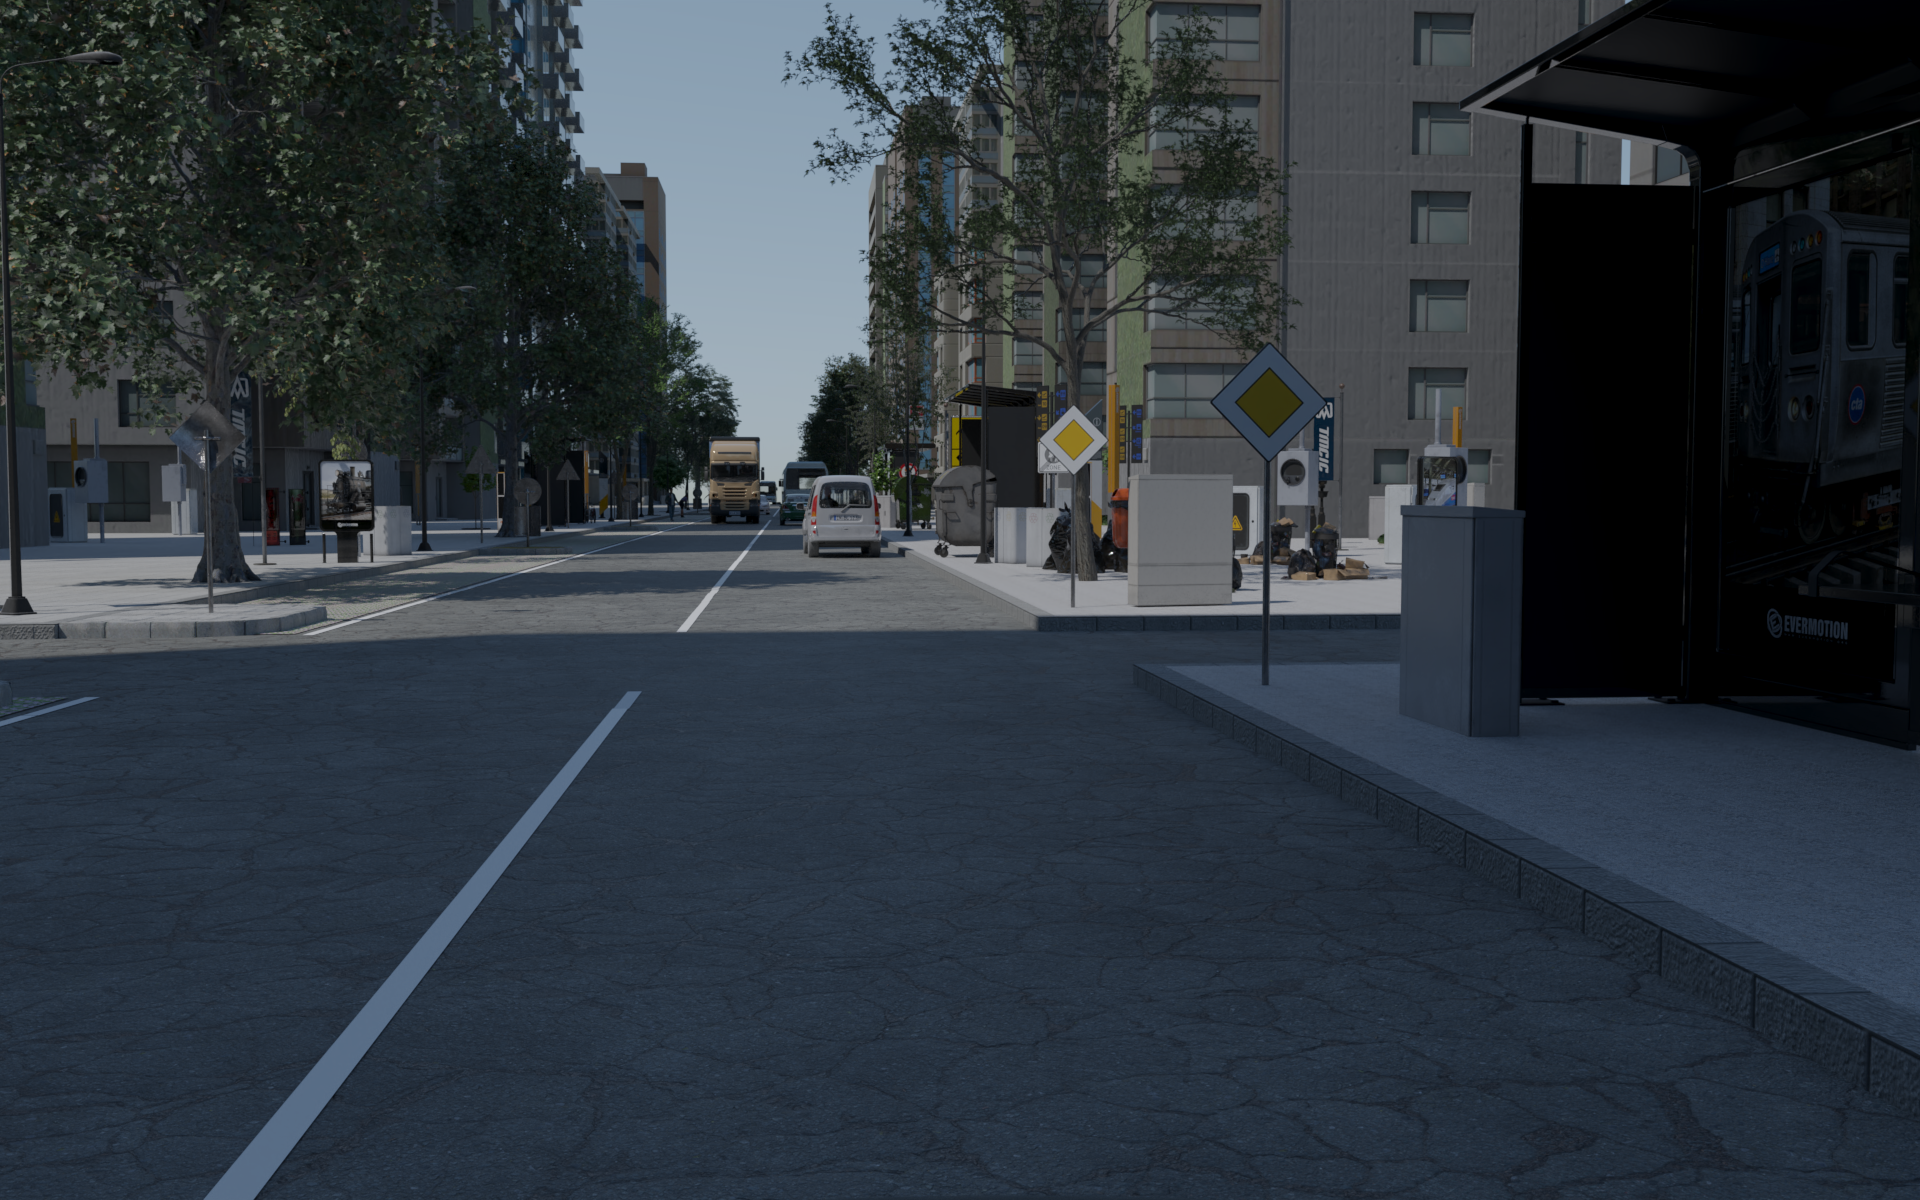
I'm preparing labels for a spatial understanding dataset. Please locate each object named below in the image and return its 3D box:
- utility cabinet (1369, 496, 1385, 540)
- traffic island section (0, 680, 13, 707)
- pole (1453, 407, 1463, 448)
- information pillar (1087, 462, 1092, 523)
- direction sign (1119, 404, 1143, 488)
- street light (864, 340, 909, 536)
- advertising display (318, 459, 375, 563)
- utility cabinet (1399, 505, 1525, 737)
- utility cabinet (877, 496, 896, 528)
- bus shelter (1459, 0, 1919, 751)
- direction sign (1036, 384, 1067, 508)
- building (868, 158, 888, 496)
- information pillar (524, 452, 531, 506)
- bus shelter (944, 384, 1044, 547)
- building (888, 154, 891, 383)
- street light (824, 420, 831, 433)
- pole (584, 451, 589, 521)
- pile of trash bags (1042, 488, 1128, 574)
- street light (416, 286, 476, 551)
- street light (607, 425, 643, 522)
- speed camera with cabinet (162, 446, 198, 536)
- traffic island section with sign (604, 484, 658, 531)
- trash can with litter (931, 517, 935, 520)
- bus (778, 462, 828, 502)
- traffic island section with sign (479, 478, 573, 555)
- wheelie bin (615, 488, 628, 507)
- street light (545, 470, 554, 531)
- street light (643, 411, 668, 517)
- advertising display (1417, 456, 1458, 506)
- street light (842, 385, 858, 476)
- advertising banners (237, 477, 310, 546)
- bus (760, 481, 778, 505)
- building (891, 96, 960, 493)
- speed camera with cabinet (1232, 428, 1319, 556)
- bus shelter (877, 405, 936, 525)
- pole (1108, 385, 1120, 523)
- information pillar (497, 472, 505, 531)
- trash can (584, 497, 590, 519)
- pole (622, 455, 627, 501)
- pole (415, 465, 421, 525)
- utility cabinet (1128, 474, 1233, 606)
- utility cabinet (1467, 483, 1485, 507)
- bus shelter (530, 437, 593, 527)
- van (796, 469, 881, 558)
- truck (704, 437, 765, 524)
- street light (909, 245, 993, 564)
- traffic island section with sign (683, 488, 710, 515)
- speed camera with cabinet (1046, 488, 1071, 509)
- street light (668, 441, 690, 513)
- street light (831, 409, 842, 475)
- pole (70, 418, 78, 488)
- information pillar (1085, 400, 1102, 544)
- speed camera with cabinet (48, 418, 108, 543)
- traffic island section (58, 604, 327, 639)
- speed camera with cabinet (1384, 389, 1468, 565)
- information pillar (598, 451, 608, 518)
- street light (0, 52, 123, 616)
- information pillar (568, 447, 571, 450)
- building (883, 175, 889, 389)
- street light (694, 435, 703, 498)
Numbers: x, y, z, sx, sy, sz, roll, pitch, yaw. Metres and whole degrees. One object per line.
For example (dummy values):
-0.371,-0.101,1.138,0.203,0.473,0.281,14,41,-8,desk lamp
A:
11.933,-2.273,48.324,1.020,1.237,0.306,1,4,14,utility cabinet
-7.327,0.706,10.739,2.009,0.180,2.903,0,4,-6,traffic island section
11.642,-2.860,40.599,0.158,3.312,0.155,0,3,0,pole
2.852,-2.158,39.771,0.304,2.012,0.304,0,4,-5,information pillar
4.295,-3.187,44.113,0.876,3.537,0.379,3,5,45,direction sign
-2.113,-4.878,52.294,1.470,5.913,1.316,0,4,-6,street light
-11.403,-1.652,32.219,0.974,1.923,0.123,-1,4,-8,advertising display
2.772,0.095,9.617,0.306,1.237,1.020,0,4,-7,utility cabinet
-2.858,-3.358,66.069,0.306,1.237,1.020,-3,4,-37,utility cabinet
4.141,-0.992,7.503,1.731,3.624,6.357,0,4,-6,bus shelter
1.906,-2.695,36.055,0.379,3.537,0.876,-3,5,-42,direction sign
-1.652,-37.874,242.935,21.300,48.544,21.600,0,4,-6,building
-23.205,-6.223,93.095,0.504,3.616,0.183,1,4,21,information pillar
0.754,-2.982,40.044,1.731,3.624,6.357,0,4,-5,bus shelter
-1.385,-34.267,210.369,14.600,45.320,14.200,0,4,-6,building
-7.617,-8.298,108.208,1.470,5.913,1.316,0,4,-6,street light
-17.596,-5.370,81.644,0.158,3.312,0.155,0,3,0,pole
2.455,-1.129,28.209,1.912,1.369,3.447,0,4,-5,pile of trash bags
-11.500,-4.054,38.821,1.470,5.913,1.316,0,4,-6,street light
-15.610,-6.578,80.085,1.470,5.913,1.316,0,4,-6,street light
-24.441,-3.663,54.229,0.660,3.252,2.038,-1,4,-11,speed camera with cabinet
-12.925,-3.638,68.108,1.989,1.847,2.006,0,4,-6,traffic island section with sign
-1.912,-4.591,86.125,2.233,1.210,1.678,2,4,34,trash can with litter
-9.479,-6.734,104.962,2.948,3.499,13.247,0,4,-6,bus
-10.311,-1.997,41.279,1.989,1.847,2.006,0,4,-6,traffic island section with sign
-18.034,-5.194,92.824,0.980,1.594,0.693,0,4,8,wheelie bin
-13.574,-5.313,59.413,1.470,5.913,1.316,0,4,-6,street light
-17.014,-7.505,95.251,1.470,5.913,1.316,0,4,-6,street light
8.132,-1.487,29.529,0.974,1.923,0.123,-3,4,-38,advertising display
-4.170,-6.190,73.743,1.470,5.913,1.316,0,4,-6,street light
-17.028,-2.850,42.793,0.090,3.025,2.074,2,4,34,advertising banners
-26.521,-14.898,238.435,2.948,3.499,13.247,0,4,-5,bus
0.190,-33.405,196.282,14.600,45.320,14.200,0,4,-6,building
6.300,-2.524,35.601,2.038,3.252,0.660,2,4,34,speed camera with cabinet
-2.423,-5.977,75.353,2.179,5.291,8.768,0,4,-6,bus shelter
2.879,-2.360,32.432,0.158,3.312,0.155,0,3,0,pole
-15.410,-3.300,58.441,0.304,2.012,0.304,1,4,14,information pillar
-18.446,-4.473,84.794,0.748,1.137,0.748,0,3,0,trash can
-17.667,-5.954,91.195,0.158,3.312,0.155,0,3,0,pole
-22.194,-4.712,70.883,0.158,3.312,0.155,0,3,0,pole
2.521,-0.683,19.850,1.173,1.500,0.318,-1,4,-17,utility cabinet
10.181,-1.580,34.515,0.318,1.500,1.173,2,4,26,utility cabinet
-16.211,-4.858,70.709,1.731,3.624,6.357,0,4,-5,bus shelter
-2.795,-2.046,40.471,2.013,2.044,4.112,0,4,-7,van
-11.270,-5.992,86.876,2.839,4.237,11.283,0,4,-7,truck
-0.106,-3.623,31.781,1.470,5.913,1.316,0,4,-6,street light
-17.731,-6.654,117.423,1.989,1.847,2.006,0,4,-6,traffic island section with sign
2.498,-3.322,48.657,2.038,3.252,0.660,-1,4,-22,speed camera with cabinet
-19.035,-8.774,116.000,1.470,5.913,1.316,0,4,-6,street light
-6.122,-7.445,94.261,1.470,5.913,1.316,0,4,-6,street light
-23.841,-3.231,46.666,0.158,3.312,0.155,0,3,0,pole
3.303,-3.155,42.944,0.504,3.616,0.183,-1,4,-19,information pillar
-23.218,-3.132,45.540,2.038,3.252,0.660,2,4,35,speed camera with cabinet
-8.101,0.220,18.687,2.009,0.180,2.903,0,4,-6,traffic island section
8.635,-2.304,32.000,0.660,3.252,2.038,3,5,45,speed camera with cabinet
-18.853,-6.124,91.482,0.504,3.616,0.183,-2,4,-35,information pillar
-9.498,-2.799,18.307,1.470,5.913,1.316,0,4,-6,street light
-18.681,-5.559,82.252,0.504,3.616,0.183,-1,4,-17,information pillar
-3.050,-33.111,224.956,14.154,41.232,14.086,0,4,-6,building
-20.988,-10.061,137.036,1.470,5.913,1.316,0,4,-6,street light
